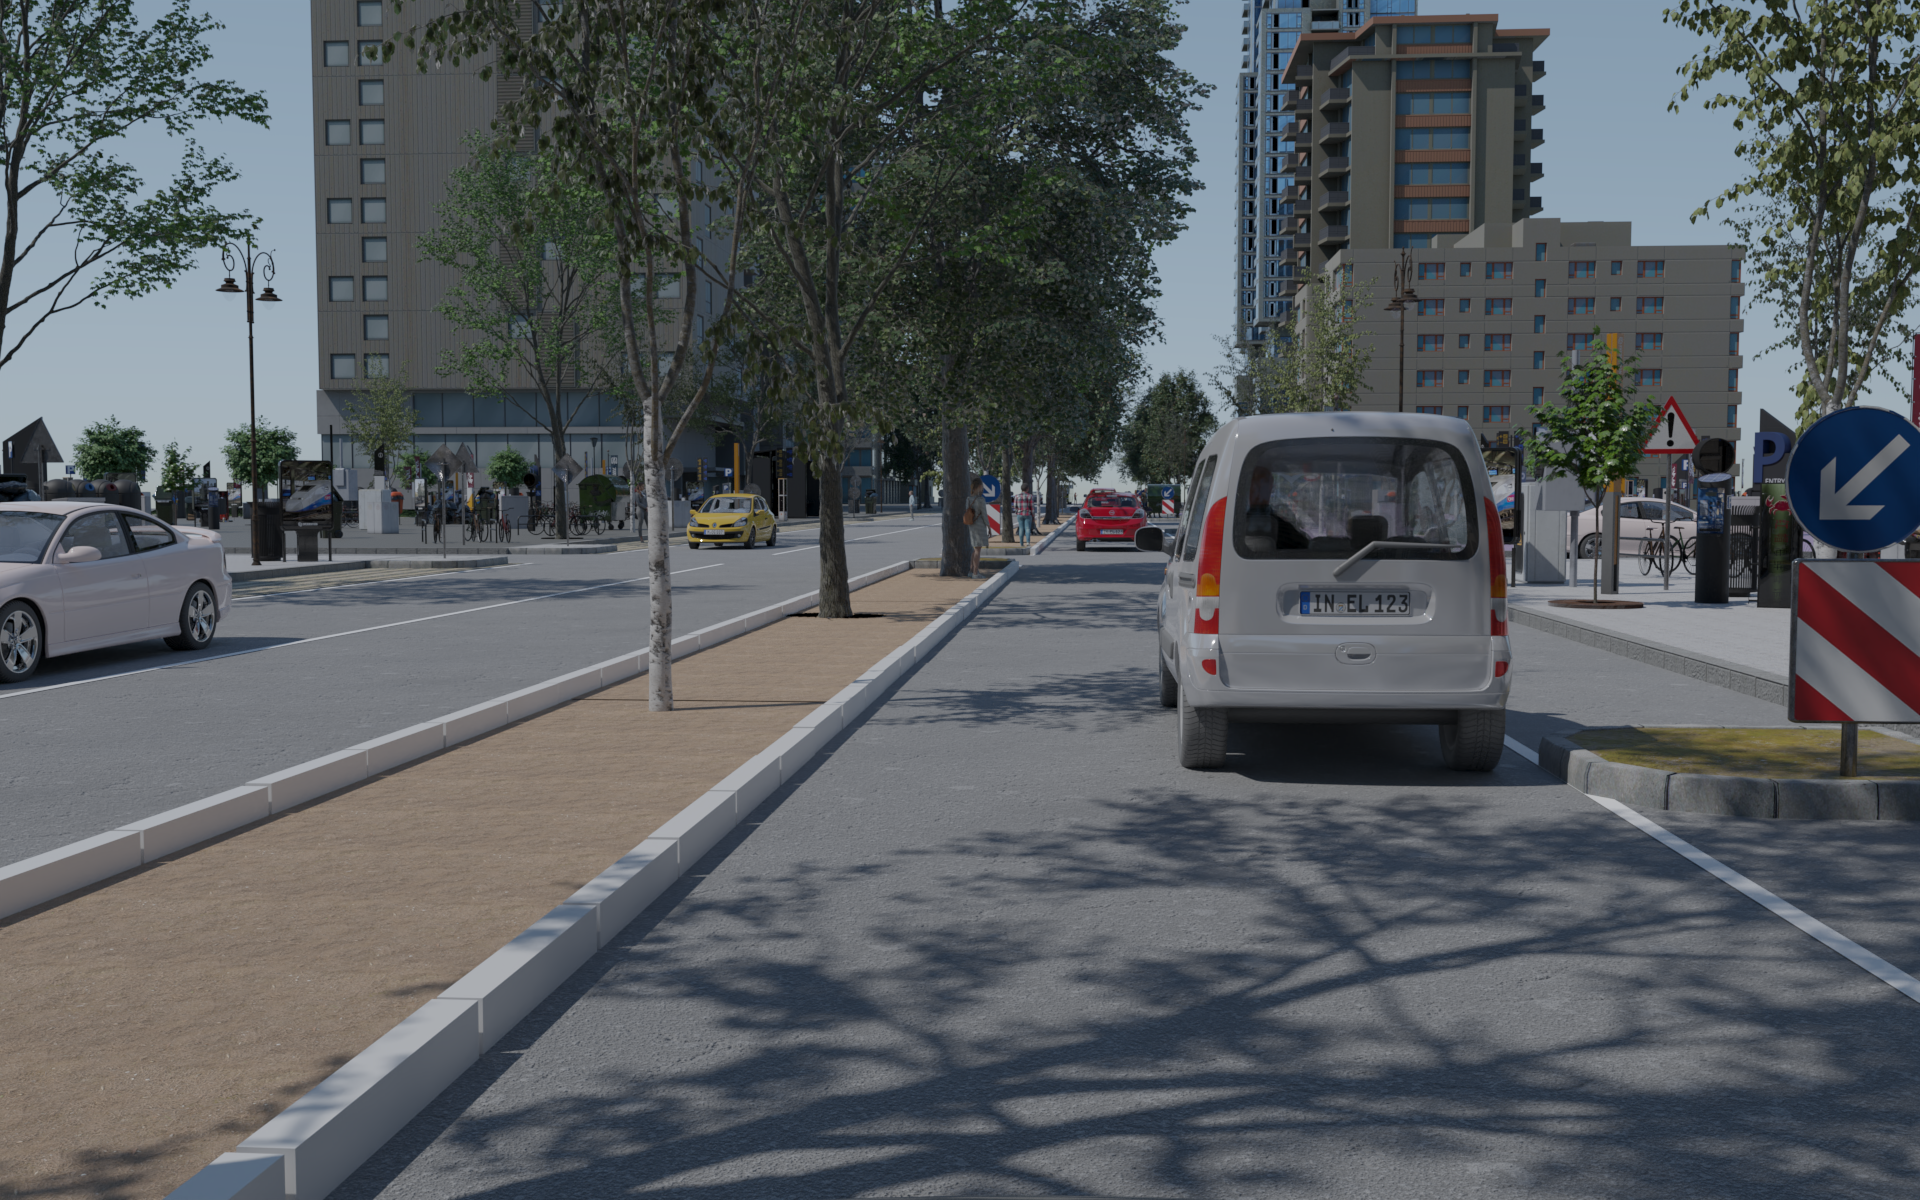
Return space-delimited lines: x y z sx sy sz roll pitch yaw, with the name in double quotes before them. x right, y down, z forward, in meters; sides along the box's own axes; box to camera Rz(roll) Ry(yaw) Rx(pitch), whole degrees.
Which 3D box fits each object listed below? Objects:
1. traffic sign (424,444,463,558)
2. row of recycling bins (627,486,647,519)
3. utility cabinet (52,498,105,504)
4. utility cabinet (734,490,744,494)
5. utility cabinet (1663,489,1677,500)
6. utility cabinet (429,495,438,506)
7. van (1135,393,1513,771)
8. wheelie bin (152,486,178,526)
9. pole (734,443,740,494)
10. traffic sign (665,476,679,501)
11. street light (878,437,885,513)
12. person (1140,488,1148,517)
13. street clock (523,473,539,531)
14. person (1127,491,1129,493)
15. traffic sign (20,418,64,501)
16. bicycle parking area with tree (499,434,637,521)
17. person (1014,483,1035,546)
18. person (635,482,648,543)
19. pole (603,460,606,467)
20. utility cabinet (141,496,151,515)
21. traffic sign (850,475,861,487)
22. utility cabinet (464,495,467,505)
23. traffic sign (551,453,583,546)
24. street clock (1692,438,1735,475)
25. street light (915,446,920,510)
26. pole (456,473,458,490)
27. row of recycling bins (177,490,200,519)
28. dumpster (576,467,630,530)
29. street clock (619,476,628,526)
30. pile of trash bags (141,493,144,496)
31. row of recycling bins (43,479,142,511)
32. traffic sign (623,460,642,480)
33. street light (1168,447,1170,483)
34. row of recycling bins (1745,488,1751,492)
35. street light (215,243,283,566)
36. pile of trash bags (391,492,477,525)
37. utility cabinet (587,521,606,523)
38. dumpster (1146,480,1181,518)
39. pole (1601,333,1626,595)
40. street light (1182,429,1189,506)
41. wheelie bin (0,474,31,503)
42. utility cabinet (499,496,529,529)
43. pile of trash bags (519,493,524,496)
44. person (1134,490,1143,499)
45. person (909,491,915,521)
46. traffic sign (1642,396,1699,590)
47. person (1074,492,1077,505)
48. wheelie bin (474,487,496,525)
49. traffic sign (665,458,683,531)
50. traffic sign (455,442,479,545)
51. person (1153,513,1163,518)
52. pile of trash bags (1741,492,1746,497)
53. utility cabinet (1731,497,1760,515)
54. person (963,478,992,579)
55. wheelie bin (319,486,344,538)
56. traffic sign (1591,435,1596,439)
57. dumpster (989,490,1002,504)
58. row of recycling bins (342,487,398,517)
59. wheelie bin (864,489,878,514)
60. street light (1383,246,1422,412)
"traffic sign" -10.266 -1.885 34.457 0.795 2.450 0.064 0 4 5
"row of recycling bins" -17.491 -5.105 90.581 3.534 1.692 1.069 -1 4 -9
"utility cabinet" -14.979 -1.119 29.464 0.306 1.237 1.020 0 4 7
"utility cabinet" -12.692 -5.644 100.951 0.318 1.500 1.173 2 4 34
"utility cabinet" 29.541 -3.866 71.895 1.173 1.500 0.318 -3 4 -38
"utility cabinet" -26.128 -4.627 86.816 1.020 1.237 0.306 -2 4 -33
"van" 2.070 -0.205 10.366 2.013 2.044 4.112 0 4 4
"wheelie bin" -29.339 -3.430 63.987 0.980 1.594 0.693 0 4 -4
"pole" -8.951 -4.629 69.531 0.158 3.312 0.155 0 3 0
"traffic sign" -11.602 -4.258 69.718 0.768 2.556 0.104 1 4 13
"street light" -5.410 -8.946 119.057 0.468 5.910 1.993 0 4 5
"person" 11.755 -6.238 110.401 0.836 1.842 0.656 2 4 25
"street clock" -14.788 -3.374 59.743 0.471 2.002 0.358 1 4 15
"person" 10.956 -6.288 113.117 0.589 1.601 0.330 -3 4 -36
"traffic sign" -15.640 -1.804 29.497 0.884 2.594 0.081 1 4 14
"bicycle parking area with tree" -18.844 -6.016 85.359 9.016 4.147 8.231 1 4 23
"person" 1.703 -2.237 45.909 0.563 1.720 0.643 1 4 15
"person" -9.233 -2.579 50.933 0.573 1.790 0.520 1 4 13
"pole" -21.210 -6.696 103.315 0.158 3.312 0.155 0 3 0
"utility cabinet" -31.670 -3.398 66.727 1.020 1.237 0.306 1 4 20
"traffic sign" -7.079 -7.185 117.579 0.768 2.556 0.104 0 4 7
"utility cabinet" -32.461 -6.313 114.372 0.306 1.237 1.020 1 4 10
"traffic sign" -9.612 -2.371 42.415 0.795 2.450 0.064 0 4 5
"street clock" 9.759 -1.095 22.480 0.471 2.002 0.358 0 4 0
"street light" -3.467 -10.375 142.416 0.468 5.910 1.993 0 4 5
"pole" -32.769 -7.279 112.860 0.158 3.312 0.155 0 3 0
"row of recycling bins" -41.329 -5.203 92.177 1.069 1.692 3.534 0 4 -6
"dumpster" -12.795 -3.644 62.069 1.502 2.255 1.985 0 4 5
"street clock" -13.245 -3.862 67.721 0.471 2.002 0.358 -2 4 -25
"pile of trash bags" -44.093 -4.941 90.530 1.912 1.369 3.447 1 4 22
"row of recycling bins" -24.128 -2.506 48.089 1.069 1.692 3.534 1 4 11
"traffic sign" -12.077 -3.899 63.859 0.768 2.556 0.104 1 4 11
"street light" 17.432 -10.480 144.139 0.468 5.910 1.993 0 4 5
"row of recycling bins" 50.011 -6.158 107.794 1.069 1.692 3.534 0 4 -7
"street light" -12.641 -3.557 30.944 0.468 5.910 1.993 0 4 5
"pile of trash bags" -22.376 -3.868 72.992 3.447 1.369 1.912 -3 5 -42
"utility cabinet" -16.287 -4.043 77.273 1.020 1.237 0.306 2 4 30
"dumpster" 11.720 -5.790 99.621 1.985 2.255 1.502 0 4 4
"pole" 8.326 -1.728 22.095 0.158 3.312 0.155 0 3 0
"street light" 15.595 -9.012 120.126 0.468 5.910 1.993 0 4 5
"wheelie bin" -14.792 -1.163 26.916 0.980 1.594 0.693 -3 5 -45
"utility cabinet" -16.440 -3.223 63.851 1.020 1.237 0.306 -2 4 -31
"pile of trash bags" -28.622 -5.933 106.763 3.447 1.369 1.912 -1 4 -22
"person" 12.257 -6.837 121.005 1.217 1.743 0.721 0 4 -2
"person" -2.618 -5.100 93.692 0.330 1.601 0.589 0 4 1
"traffic sign" 9.423 -1.409 23.037 0.884 2.594 0.081 1 4 9
"person" 14.712 -12.825 219.655 0.593 1.643 0.415 1 4 21
"wheelie bin" -20.005 -3.985 73.062 0.693 1.594 0.980 1 4 16
"traffic sign" -10.016 -3.686 60.367 0.768 2.556 0.104 1 4 11
"traffic sign" -12.443 -2.652 43.364 0.884 2.594 0.081 1 4 14
"person" 11.910 -5.937 104.938 0.474 1.900 0.648 -3 5 -45
"pile of trash bags" 42.794 -5.068 92.616 1.912 1.369 3.447 0 4 -5
"utility cabinet" 19.131 -1.917 42.510 1.020 1.237 0.306 3 4 38
"person" 0.283 -1.200 29.120 0.522 1.701 0.512 -3 5 -44
"wheelie bin" -18.321 -2.595 50.343 0.693 1.594 0.980 -2 4 -33
"traffic sign" 9.754 -1.470 26.158 0.606 2.300 0.079 1 4 11
"dumpster" 4.115 -12.156 206.971 1.865 1.857 1.264 0 4 6
"row of recycling bins" -33.192 -5.497 96.984 3.534 1.692 1.069 -3 5 -42
"wheelie bin" -5.799 -6.418 112.842 0.980 1.594 0.693 1 4 18
"street light" 8.279 -3.653 32.516 0.468 5.910 1.993 0 4 5
